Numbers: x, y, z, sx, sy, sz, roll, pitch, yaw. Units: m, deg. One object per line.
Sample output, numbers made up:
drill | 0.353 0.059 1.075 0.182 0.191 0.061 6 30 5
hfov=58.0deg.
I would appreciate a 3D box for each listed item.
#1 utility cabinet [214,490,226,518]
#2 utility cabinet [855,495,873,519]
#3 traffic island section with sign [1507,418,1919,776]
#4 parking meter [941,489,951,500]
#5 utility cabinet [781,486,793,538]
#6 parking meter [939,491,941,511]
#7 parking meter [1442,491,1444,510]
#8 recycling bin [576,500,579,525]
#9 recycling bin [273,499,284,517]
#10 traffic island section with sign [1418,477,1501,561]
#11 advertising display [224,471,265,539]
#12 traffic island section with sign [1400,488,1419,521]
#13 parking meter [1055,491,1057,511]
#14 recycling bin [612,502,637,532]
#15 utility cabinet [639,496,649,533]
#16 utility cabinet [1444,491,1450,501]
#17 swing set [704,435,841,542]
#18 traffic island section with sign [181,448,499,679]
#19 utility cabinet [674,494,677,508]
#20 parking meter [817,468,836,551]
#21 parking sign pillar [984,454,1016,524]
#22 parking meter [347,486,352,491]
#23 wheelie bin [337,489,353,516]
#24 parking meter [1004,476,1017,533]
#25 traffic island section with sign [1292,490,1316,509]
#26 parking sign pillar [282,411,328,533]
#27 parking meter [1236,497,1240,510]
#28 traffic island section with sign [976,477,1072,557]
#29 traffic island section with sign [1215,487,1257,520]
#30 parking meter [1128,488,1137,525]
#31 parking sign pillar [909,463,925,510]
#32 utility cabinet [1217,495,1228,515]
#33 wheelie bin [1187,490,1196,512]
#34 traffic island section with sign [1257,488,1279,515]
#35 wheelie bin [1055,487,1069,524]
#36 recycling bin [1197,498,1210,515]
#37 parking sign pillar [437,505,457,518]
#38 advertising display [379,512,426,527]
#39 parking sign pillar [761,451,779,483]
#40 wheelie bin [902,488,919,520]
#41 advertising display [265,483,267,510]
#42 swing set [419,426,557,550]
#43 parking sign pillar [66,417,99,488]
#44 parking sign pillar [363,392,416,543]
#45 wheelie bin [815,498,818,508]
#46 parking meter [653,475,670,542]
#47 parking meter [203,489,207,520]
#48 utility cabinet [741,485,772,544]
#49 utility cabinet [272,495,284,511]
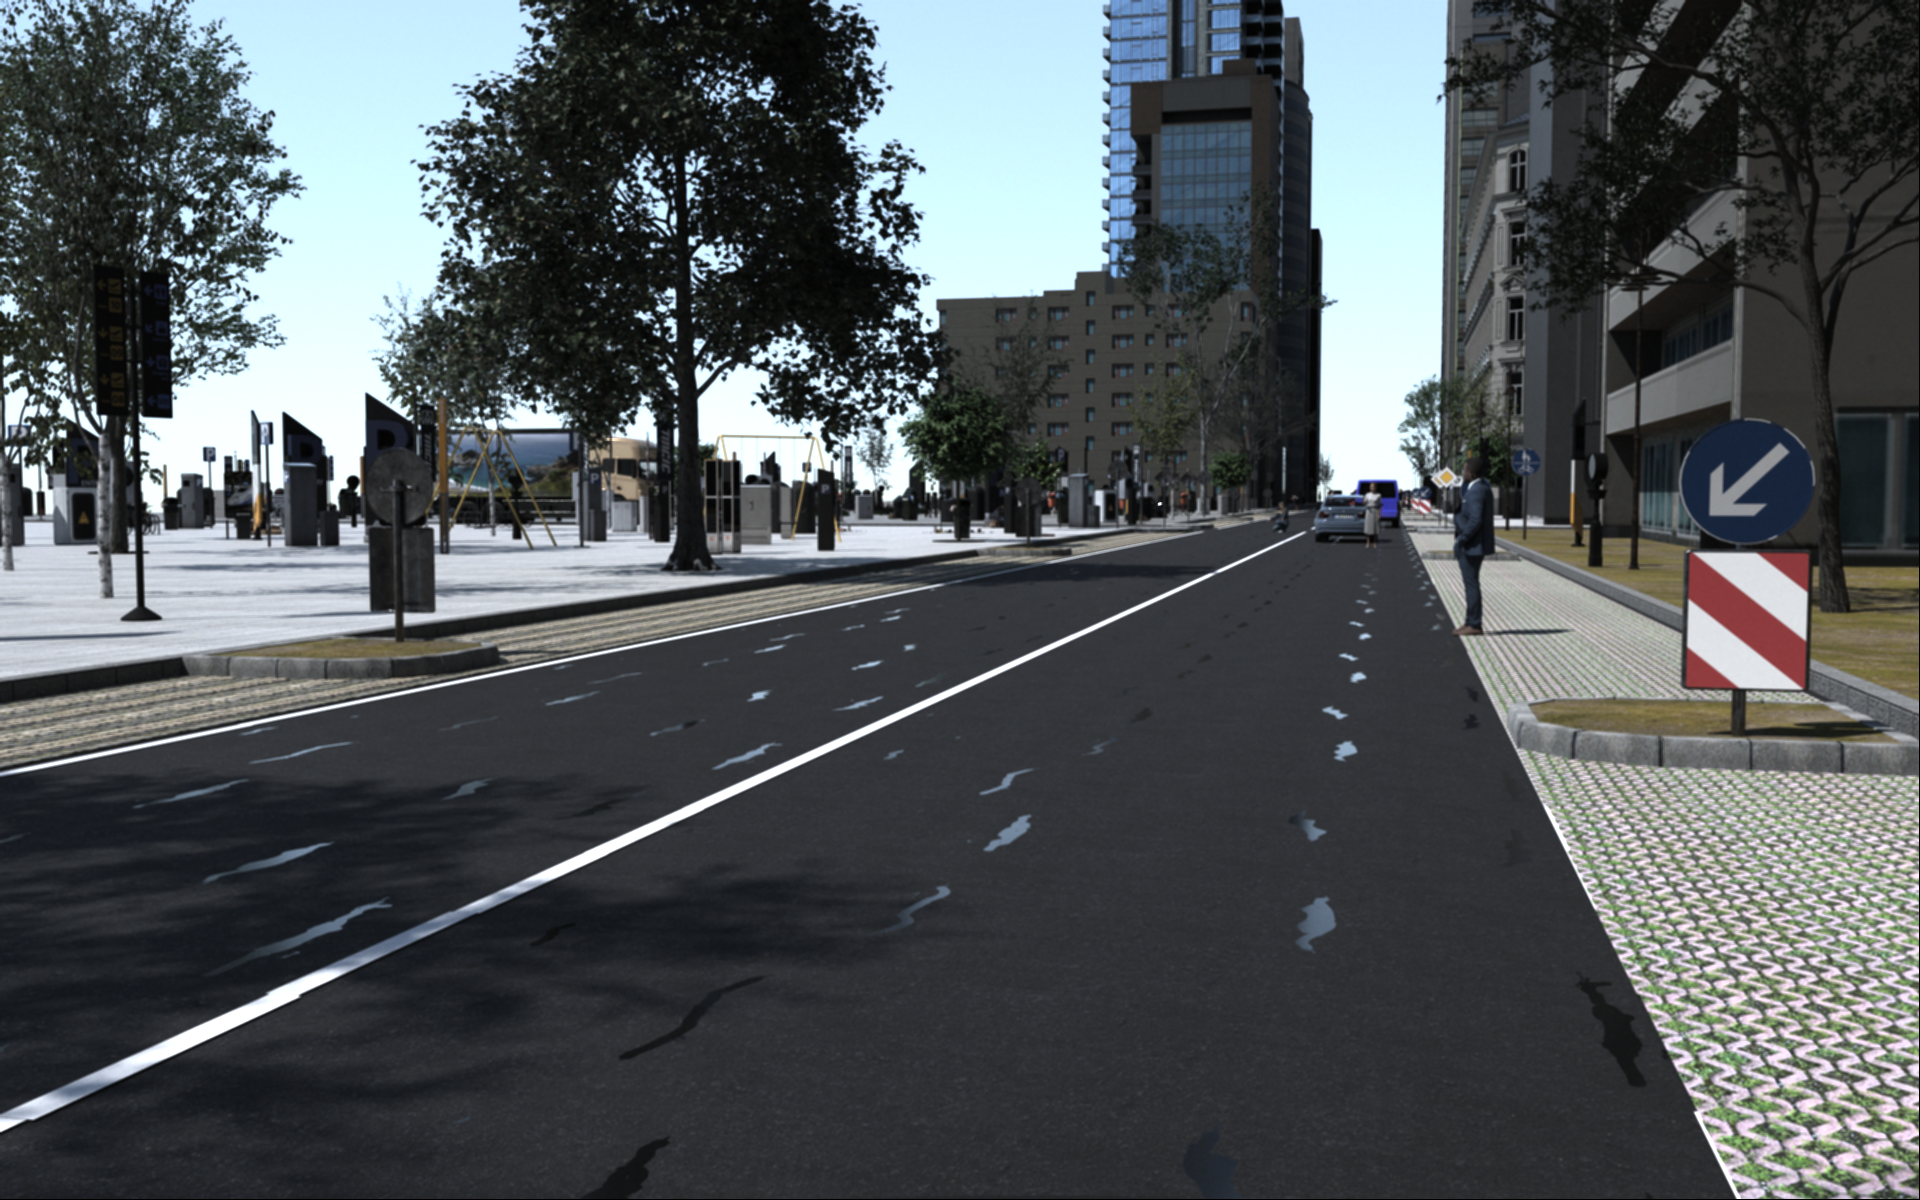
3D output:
utility cabinet | -43.076 -5.679 101.527 1.173 1.500 0.318 -2 4 -31
utility cabinet | -4.899 -4.745 88.748 1.020 1.237 0.306 -3 5 -44
traffic island section with sign | 4.198 -0.075 9.856 1.989 1.847 2.006 1 4 14
parking meter | -0.617 -4.847 87.658 0.372 1.533 0.369 0 3 0
utility cabinet | -5.008 -2.536 50.140 0.318 1.500 1.173 0 4 -4
parking meter | -1.375 -7.386 129.176 0.372 1.533 0.369 0 3 0
parking meter | 37.938 -7.781 135.627 0.372 1.533 0.369 0 3 0
recycling bin | -15.428 -3.596 71.341 0.722 1.027 0.722 -1 4 -9
recycling bin | -37.532 -5.085 95.692 0.722 1.027 0.722 -1 4 -15
traffic island section with sign | 11.150 -1.793 37.948 1.989 1.847 2.006 1 4 14
advertising display | -20.384 -2.693 49.246 0.974 1.923 0.123 -1 4 -19
traffic island section with sign | 24.408 -5.066 91.462 1.989 1.847 2.006 1 4 14
parking meter | 7.593 -7.759 135.278 0.372 1.533 0.369 0 3 0
recycling bin | -11.356 -2.819 58.648 0.722 1.027 0.722 0 4 2
utility cabinet | -10.453 -2.843 57.637 0.306 1.237 1.020 -1 4 -18
utility cabinet | 33.089 -6.603 116.636 1.173 1.500 0.318 -2 4 -35
swing set | -5.240 -2.986 46.434 3.119 2.851 2.862 -2 4 -32
traffic island section with sign | -4.940 -0.346 14.283 1.989 1.847 2.006 1 4 14
utility cabinet | -20.559 -7.247 127.162 0.318 1.500 1.173 2 4 31
parking meter | -3.015 -2.049 39.215 0.399 1.863 0.255 0 4 4
parking sign pillar | 1.770 -5.340 75.776 1.447 3.967 1.447 -2 4 -24
parking meter | -43.080 -7.131 122.309 0.255 1.863 0.399 -2 4 -33
wheelie bin | -35.696 -5.678 100.748 0.693 1.594 0.980 2 4 32
parking meter | 1.653 -3.111 56.579 0.255 1.863 0.399 -3 5 -43
traffic island section with sign | 33.577 -9.852 169.708 1.989 1.847 2.006 1 4 14
parking sign pillar | -21.511 -4.186 56.909 1.447 3.967 1.447 3 5 44
parking meter | 22.278 -7.988 139.008 0.372 1.533 0.369 0 3 0
traffic island section with sign | 1.555 -1.946 40.447 1.989 1.847 2.006 1 4 14
traffic island section with sign | 15.046 -5.278 94.918 1.989 1.847 2.006 1 4 14
parking meter | 7.224 -3.931 72.682 0.372 1.533 0.369 0 3 0
parking sign pillar | -3.212 -8.671 130.241 1.447 3.967 1.447 3 5 41
utility cabinet | 16.014 -5.770 105.496 0.306 1.237 1.020 2 4 31
wheelie bin | 16.203 -6.931 121.226 0.693 1.594 0.980 0 4 6
traffic island section with sign | 21.593 -6.894 121.336 1.989 1.847 2.006 1 4 14
wheelie bin | 4.527 -4.105 75.024 0.693 1.594 0.980 1 4 22
recycling bin | 15.079 -5.788 107.186 0.722 1.027 0.722 1 4 16
parking sign pillar | -27.505 -6.418 93.402 1.447 3.967 1.447 1 4 13
advertising display | -12.130 -1.985 37.665 0.974 1.923 0.123 -1 4 -20
parking sign pillar | -11.999 -7.385 109.218 1.447 3.967 1.447 3 5 44
wheelie bin | -2.416 -4.684 84.483 0.693 1.594 0.980 -3 4 -36
advertising display | -40.657 -5.872 101.214 0.123 1.923 0.974 -1 4 -10
swing set | -11.352 -2.681 41.457 2.862 2.851 3.119 0 4 -2
parking sign pillar | -30.679 -4.430 60.907 1.447 3.967 1.447 -1 4 -20
parking sign pillar | -15.029 -3.502 45.734 1.447 3.967 1.447 0 4 -4
wheelie bin | -11.323 -7.715 134.042 0.980 1.594 0.693 -1 4 -19
parking meter | -7.953 -2.473 46.144 0.255 1.863 0.399 3 4 38
parking meter | -37.223 -4.688 85.053 0.372 1.533 0.369 0 3 0
utility cabinet | -5.377 -2.151 43.844 1.173 1.500 0.318 0 4 -2
utility cabinet | -39.123 -5.425 99.856 1.020 1.237 0.306 -1 4 -21
